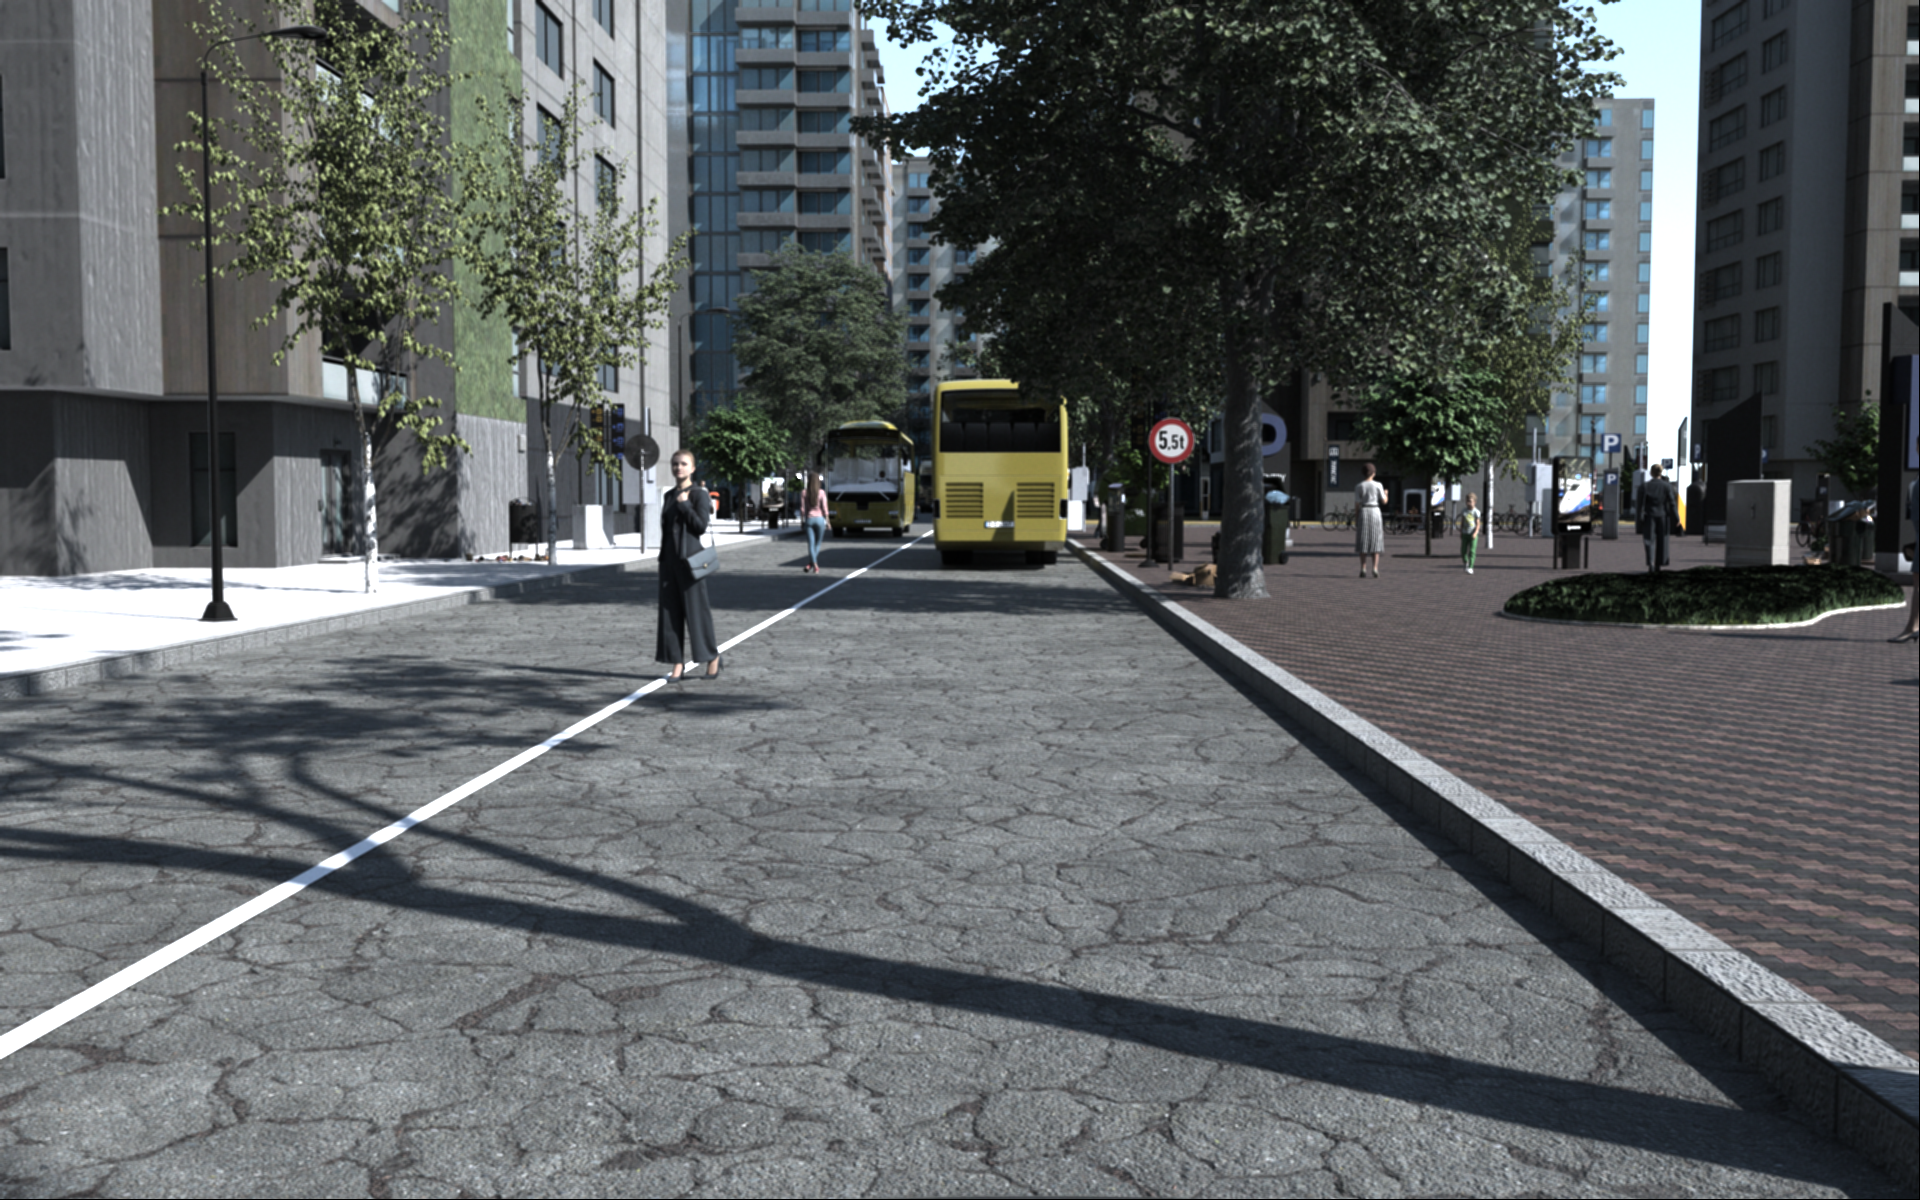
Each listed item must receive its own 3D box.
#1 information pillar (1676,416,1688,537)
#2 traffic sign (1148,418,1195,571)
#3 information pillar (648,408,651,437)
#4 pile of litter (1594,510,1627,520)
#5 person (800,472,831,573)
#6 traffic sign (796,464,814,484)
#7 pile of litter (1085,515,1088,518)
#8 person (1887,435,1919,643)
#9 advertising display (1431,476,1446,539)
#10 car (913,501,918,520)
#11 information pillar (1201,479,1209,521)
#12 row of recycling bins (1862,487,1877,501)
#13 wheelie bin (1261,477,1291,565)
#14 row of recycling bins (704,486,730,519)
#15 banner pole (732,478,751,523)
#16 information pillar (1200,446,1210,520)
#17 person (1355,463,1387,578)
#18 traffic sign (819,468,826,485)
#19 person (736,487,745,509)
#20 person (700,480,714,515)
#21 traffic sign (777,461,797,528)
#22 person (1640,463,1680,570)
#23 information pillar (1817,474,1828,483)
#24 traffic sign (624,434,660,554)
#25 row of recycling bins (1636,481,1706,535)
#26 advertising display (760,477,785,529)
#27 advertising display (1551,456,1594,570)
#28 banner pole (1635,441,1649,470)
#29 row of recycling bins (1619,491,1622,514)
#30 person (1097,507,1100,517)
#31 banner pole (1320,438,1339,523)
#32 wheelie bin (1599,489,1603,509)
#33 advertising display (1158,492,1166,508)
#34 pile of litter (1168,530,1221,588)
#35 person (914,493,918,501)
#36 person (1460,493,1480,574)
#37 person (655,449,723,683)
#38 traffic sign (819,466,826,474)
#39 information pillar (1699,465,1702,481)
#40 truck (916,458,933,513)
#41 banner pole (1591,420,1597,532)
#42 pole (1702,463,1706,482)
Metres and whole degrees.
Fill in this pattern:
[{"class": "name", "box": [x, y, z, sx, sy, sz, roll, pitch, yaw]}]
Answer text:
[{"class": "information pillar", "box": [21.652, -3.706, 51.949, 0.504, 3.616, 0.183, -3, 5, -43]}, {"class": "traffic sign", "box": [3.531, -1.765, 28.957, 0.768, 2.556, 0.104, 0, 4, 8]}, {"class": "information pillar", "box": [-8.486, -3.420, 47.273, 0.183, 3.616, 0.504, 0, 4, -7]}, {"class": "pile of litter", "box": [32.634, -4.467, 86.998, 1.719, 0.858, 1.176, 1, 4, 21]}, {"class": "person", "box": [-2.628, -1.405, 31.480, 0.555, 1.821, 0.388, -1, 4, -11]}, {"class": "traffic sign", "box": [-5.978, -3.958, 66.896, 0.795, 2.593, 0.064, 0, 4, 1]}, {"class": "pile of litter", "box": [6.236, -4.802, 92.470, 1.176, 0.858, 1.719, -2, 4, -30]}, {"class": "person", "box": [8.325, -0.534, 14.797, 0.654, 1.822, 0.581, 3, 4, 37]}, {"class": "advertising display", "box": [13.704, -2.730, 49.855, 0.123, 1.923, 0.974, 3, 5, 40]}, {"class": "car", "box": [-3.295, -5.204, 97.666, 1.945, 1.354, 3.894, 0, 4, 1]}, {"class": "information pillar", "box": [11.687, -4.777, 82.603, 0.304, 2.012, 0.304, 0, 4, -3]}, {"class": "row of recycling bins", "box": [76.596, -8.478, 145.724, 1.069, 1.692, 3.534, -1, 4, -20]}, {"class": "wheelie bin", "box": [5.605, -1.453, 31.666, 0.693, 1.594, 0.980, -3, 5, -44]}, {"class": "row of recycling bins", "box": [-13.621, -5.031, 89.374, 3.534, 1.692, 1.069, -2, 4, -23]}, {"class": "banner pole", "box": [-9.845, -5.369, 77.797, 0.863, 3.779, 0.401, 0, 4, 5]}, {"class": "information pillar", "box": [11.892, -5.673, 84.106, 0.504, 3.616, 0.183, -1, 4, -16]}, {"class": "person", "box": [6.317, -1.223, 26.615, 0.480, 1.755, 0.524, 1, 4, 18]}, {"class": "traffic sign", "box": [-5.793, -4.446, 74.879, 0.795, 2.593, 0.064, 0, 4, 1]}, {"class": "person", "box": [-11.767, -5.303, 93.163, 0.534, 1.772, 0.576, 1, 4, 19]}, {"class": "person", "box": [-9.831, -3.679, 66.322, 0.709, 1.813, 0.853, -3, 5, -41]}, {"class": "traffic sign", "box": [-6.600, -4.031, 66.016, 0.768, 2.556, 0.104, 0, 4, 4]}, {"class": "person", "box": [11.128, -1.293, 27.599, 0.576, 1.772, 0.534, 0, 4, -2]}, {"class": "information pillar", "box": [31.090, -3.544, 62.442, 0.304, 2.012, 0.304, -3, 5, -40]}, {"class": "traffic sign", "box": [-6.795, -2.256, 36.991, 0.768, 2.556, 0.104, 0, 4, 5]}, {"class": "row of recycling bins", "box": [22.936, -2.901, 54.551, 1.069, 1.692, 3.534, -3, 4, -36]}, {"class": "advertising display", "box": [-6.890, -3.581, 63.762, 0.974, 1.923, 0.123, -2, 4, -34]}, {"class": "advertising display", "box": [10.441, -1.488, 29.544, 0.974, 1.923, 0.123, -2, 4, -35]}, {"class": "banner pole", "box": [32.500, -5.655, 82.481, 0.401, 3.779, 0.863, -2, 4, -35]}, {"class": "row of recycling bins", "box": [43.139, -6.447, 112.527, 3.534, 1.692, 1.069, -2, 4, -33]}, {"class": "person", "box": [7.772, -5.567, 96.834, 0.659, 1.850, 0.755, 2, 4, 34]}, {"class": "banner pole", "box": [16.577, -5.356, 77.593, 0.863, 3.779, 0.401, 0, 4, 8]}, {"class": "wheelie bin", "box": [35.337, -5.284, 94.293, 0.980, 1.594, 0.693, 1, 4, 17]}, {"class": "advertising display", "box": [10.451, -5.266, 91.315, 0.974, 1.923, 0.123, 3, 5, 44]}, {"class": "pile of litter", "box": [3.531, -0.645, 24.512, 1.176, 0.858, 1.719, 1, 4, 16]}, {"class": "person", "box": [-5.635, -12.588, 212.371, 1.217, 1.766, 0.721, 0, 4, -3]}, {"class": "person", "box": [8.276, -1.090, 28.120, 0.306, 1.304, 0.590, 1, 4, 16]}, {"class": "person", "box": [-2.109, -0.268, 13.298, 0.576, 1.772, 0.534, 1, 4, 16]}, {"class": "traffic sign", "box": [-5.926, -4.727, 77.387, 0.768, 2.556, 0.104, 1, 4, 9]}, {"class": "information pillar", "box": [55.093, -8.399, 128.678, 0.504, 3.616, 0.183, -1, 4, -20]}, {"class": "truck", "box": [-1.710, -8.934, 134.984, 2.839, 4.237, 11.283, 0, 4, 2]}, {"class": "banner pole", "box": [21.416, -4.197, 58.630, 0.401, 3.779, 0.863, 1, 4, 12]}, {"class": "pole", "box": [41.405, -6.275, 96.434, 0.158, 3.312, 0.155, 0, 3, 0]}]
